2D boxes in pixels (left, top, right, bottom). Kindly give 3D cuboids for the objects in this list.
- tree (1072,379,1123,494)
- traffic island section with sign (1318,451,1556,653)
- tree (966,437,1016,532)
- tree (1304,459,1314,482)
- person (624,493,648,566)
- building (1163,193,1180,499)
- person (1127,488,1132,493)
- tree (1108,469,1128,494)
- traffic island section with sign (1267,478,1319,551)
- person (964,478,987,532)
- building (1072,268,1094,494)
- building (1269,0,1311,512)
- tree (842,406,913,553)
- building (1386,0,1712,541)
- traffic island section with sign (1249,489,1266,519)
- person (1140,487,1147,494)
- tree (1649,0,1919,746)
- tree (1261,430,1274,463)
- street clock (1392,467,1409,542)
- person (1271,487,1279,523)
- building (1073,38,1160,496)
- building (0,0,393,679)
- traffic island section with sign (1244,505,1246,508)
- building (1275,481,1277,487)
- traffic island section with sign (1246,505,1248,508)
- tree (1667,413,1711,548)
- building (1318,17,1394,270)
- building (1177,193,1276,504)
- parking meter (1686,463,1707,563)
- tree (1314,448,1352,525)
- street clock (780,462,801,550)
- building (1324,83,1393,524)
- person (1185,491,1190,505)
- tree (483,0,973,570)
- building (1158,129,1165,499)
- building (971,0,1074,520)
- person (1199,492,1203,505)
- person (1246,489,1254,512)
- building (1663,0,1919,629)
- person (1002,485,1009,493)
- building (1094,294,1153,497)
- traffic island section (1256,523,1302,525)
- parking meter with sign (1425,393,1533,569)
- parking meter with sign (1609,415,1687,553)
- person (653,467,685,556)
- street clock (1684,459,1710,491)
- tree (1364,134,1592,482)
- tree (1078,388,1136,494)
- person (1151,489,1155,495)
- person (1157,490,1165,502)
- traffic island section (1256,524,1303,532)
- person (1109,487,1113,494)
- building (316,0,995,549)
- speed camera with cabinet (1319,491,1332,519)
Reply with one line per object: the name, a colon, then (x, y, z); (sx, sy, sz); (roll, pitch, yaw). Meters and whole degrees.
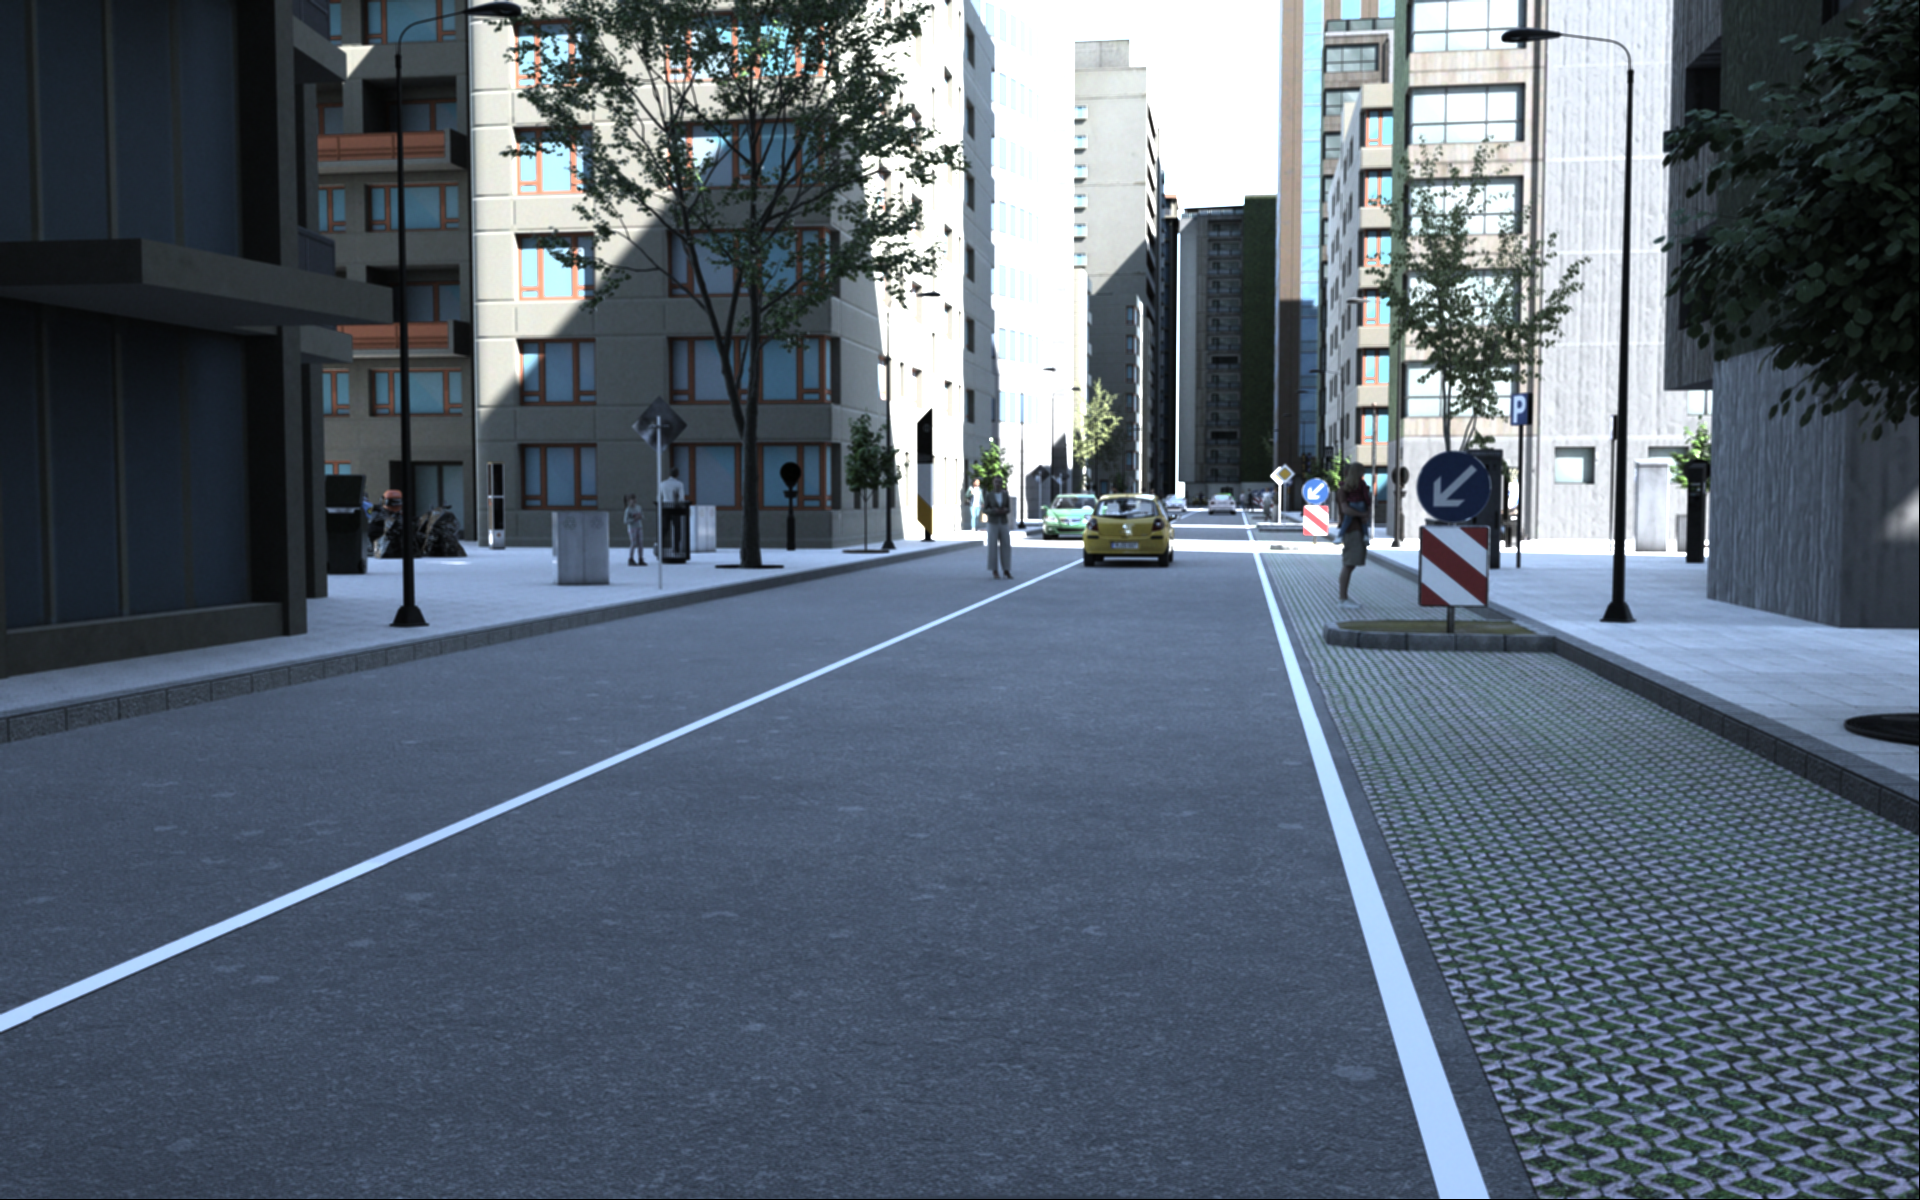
tree: (8.009, -9.685, 108.712); (4.737, 8.622, 4.395); (0, 3, 0)
traffic island section with sign: (4.530, -0.489, 16.626); (1.989, 1.847, 2.006); (1, 4, 9)
tree: (0.995, -3.933, 58.901); (1.663, 3.219, 1.824); (0, 3, 0)
tree: (17.400, -5.435, 83.470); (1.663, 3.219, 1.824); (0, 3, 0)
person: (-5.787, -1.263, 30.977); (0.394, 1.301, 0.425); (2, 4, 23)
building: (16.506, -36.133, 245.402); (28.867, 44.769, 22.147); (1, 4, 9)
person: (14.360, -8.552, 145.976); (0.694, 1.812, 0.767); (3, 5, 43)
tree: (11.991, -8.366, 131.388); (1.663, 3.219, 1.824); (0, 3, 0)
traffic island section with sign: (8.924, -2.174, 44.167); (1.989, 1.847, 2.006); (1, 4, 9)
person: (0.541, -3.144, 57.437); (0.794, 1.824, 0.713); (-1, 4, -15)
building: (-5.202, -17.392, 129.405); (27.650, 21.520, 28.899); (1, 4, 9)
building: (30.939, -29.365, 130.223); (14.600, 45.320, 14.200); (1, 4, 9)
tree: (-2.118, -2.643, 37.808); (1.663, 3.219, 1.824); (0, 3, 0)
building: (20.481, -22.610, 53.264); (14.154, 41.232, 14.086); (1, 4, 9)
traffic island section with sign: (17.613, -5.496, 98.493); (1.989, 1.847, 2.006); (1, 4, 9)
person: (9.600, -4.931, 89.478); (0.716, 1.782, 0.532); (1, 4, 19)
tree: (5.543, -1.546, 8.983); (4.285, 4.588, 4.351); (0, 3, 0)
tree: (27.071, -11.717, 141.941); (4.737, 8.622, 4.395); (0, 3, 0)
street clock: (11.733, -2.546, 46.191); (0.471, 2.002, 0.358); (-3, 5, -42)
person: (14.249, -4.236, 78.304); (0.362, 1.759, 0.519); (2, 4, 29)
building: (10.306, -34.657, 190.338); (21.300, 48.544, 21.600); (1, 4, 9)
building: (-16.819, -21.606, 7.888); (22.147, 44.769, 28.867); (1, 4, 9)
traffic island section with sign: (29.744, -10.135, 174.332); (1.989, 1.847, 2.006); (1, 4, 9)
building: (48.315, -40.564, 205.215); (21.231, 58.520, 28.212); (1, 4, 9)
traffic island section with sign: (21.869, -7.124, 125.111); (1.989, 1.847, 2.006); (1, 4, 9)
tree: (17.843, -2.888, 41.827); (1.663, 3.219, 1.824); (0, 3, 0)
building: (29.521, -20.600, 108.510); (14.160, 30.474, 14.107); (1, 4, 9)
building: (37.104, -33.928, 238.316); (14.086, 41.232, 14.154); (1, 4, 9)
parking meter: (13.743, -1.628, 32.324); (0.255, 1.863, 0.399); (2, 4, 35)
tree: (16.096, -4.793, 72.961); (1.663, 3.219, 1.824); (0, 3, 0)
street clock: (-3.850, -2.132, 39.421); (0.471, 2.002, 0.358); (0, 4, -5)
building: (33.353, -14.659, 84.707); (28.899, 21.520, 27.650); (1, 4, 9)
person: (29.056, -13.022, 221.410); (0.705, 1.824, 1.348); (2, 4, 27)
tree: (-3.777, -6.352, 29.604); (9.928, 11.665, 9.643); (0, 3, 0)
building: (14.179, -36.092, 213.807); (21.600, 48.544, 21.300); (1, 4, 9)
building: (-5.841, -33.525, 90.136); (21.231, 58.520, 28.212); (1, 4, 9)
person: (27.962, -11.710, 200.879); (0.541, 1.710, 0.530); (0, 4, 1)
person: (23.466, -8.083, 140.434); (0.755, 1.850, 0.659); (0, 4, 2)
building: (16.444, -15.267, 21.323); (14.160, 30.474, 14.107); (1, 4, 9)
person: (1.705, -3.775, 68.357); (0.643, 1.750, 0.593); (-1, 4, -21)
building: (3.890, -19.649, 166.294); (27.650, 21.520, 28.899); (1, 4, 9)
traffic island section: (13.659, -3.154, 73.852); (2.009, 0.180, 2.903); (1, 4, 9)
parking meter with sign: (8.918, -2.055, 29.867); (1.738, 3.016, 0.543); (-1, 4, -14)
parking meter with sign: (15.195, -2.554, 38.017); (1.738, 3.016, 0.543); (1, 4, 13)
person: (-5.969, -1.820, 35.653); (0.661, 1.843, 0.795); (2, 4, 25)
street clock: (15.135, -1.898, 35.604); (0.471, 2.002, 0.358); (0, 4, -2)
tree: (10.377, -5.220, 35.713); (4.737, 8.622, 4.395); (0, 3, 0)
tree: (10.157, -10.252, 117.987); (4.360, 8.622, 3.978); (0, 3, 0)
person: (11.506, -5.720, 102.687); (0.598, 1.740, 0.731); (-2, 4, -24)
person: (22.593, -11.518, 195.065); (1.217, 1.736, 0.721); (3, 5, 40)
traffic island section: (12.398, -2.672, 65.966); (2.009, 0.180, 2.903); (1, 4, 9)
person: (12.619, -8.412, 143.422); (0.795, 1.843, 0.661); (-2, 4, -35)
building: (-15.085, -12.890, 55.790); (28.899, 21.520, 27.650); (1, 4, 9)
speed camera with cabinet: (18.728, -5.787, 88.946); (0.660, 3.252, 2.038); (1, 4, 16)
